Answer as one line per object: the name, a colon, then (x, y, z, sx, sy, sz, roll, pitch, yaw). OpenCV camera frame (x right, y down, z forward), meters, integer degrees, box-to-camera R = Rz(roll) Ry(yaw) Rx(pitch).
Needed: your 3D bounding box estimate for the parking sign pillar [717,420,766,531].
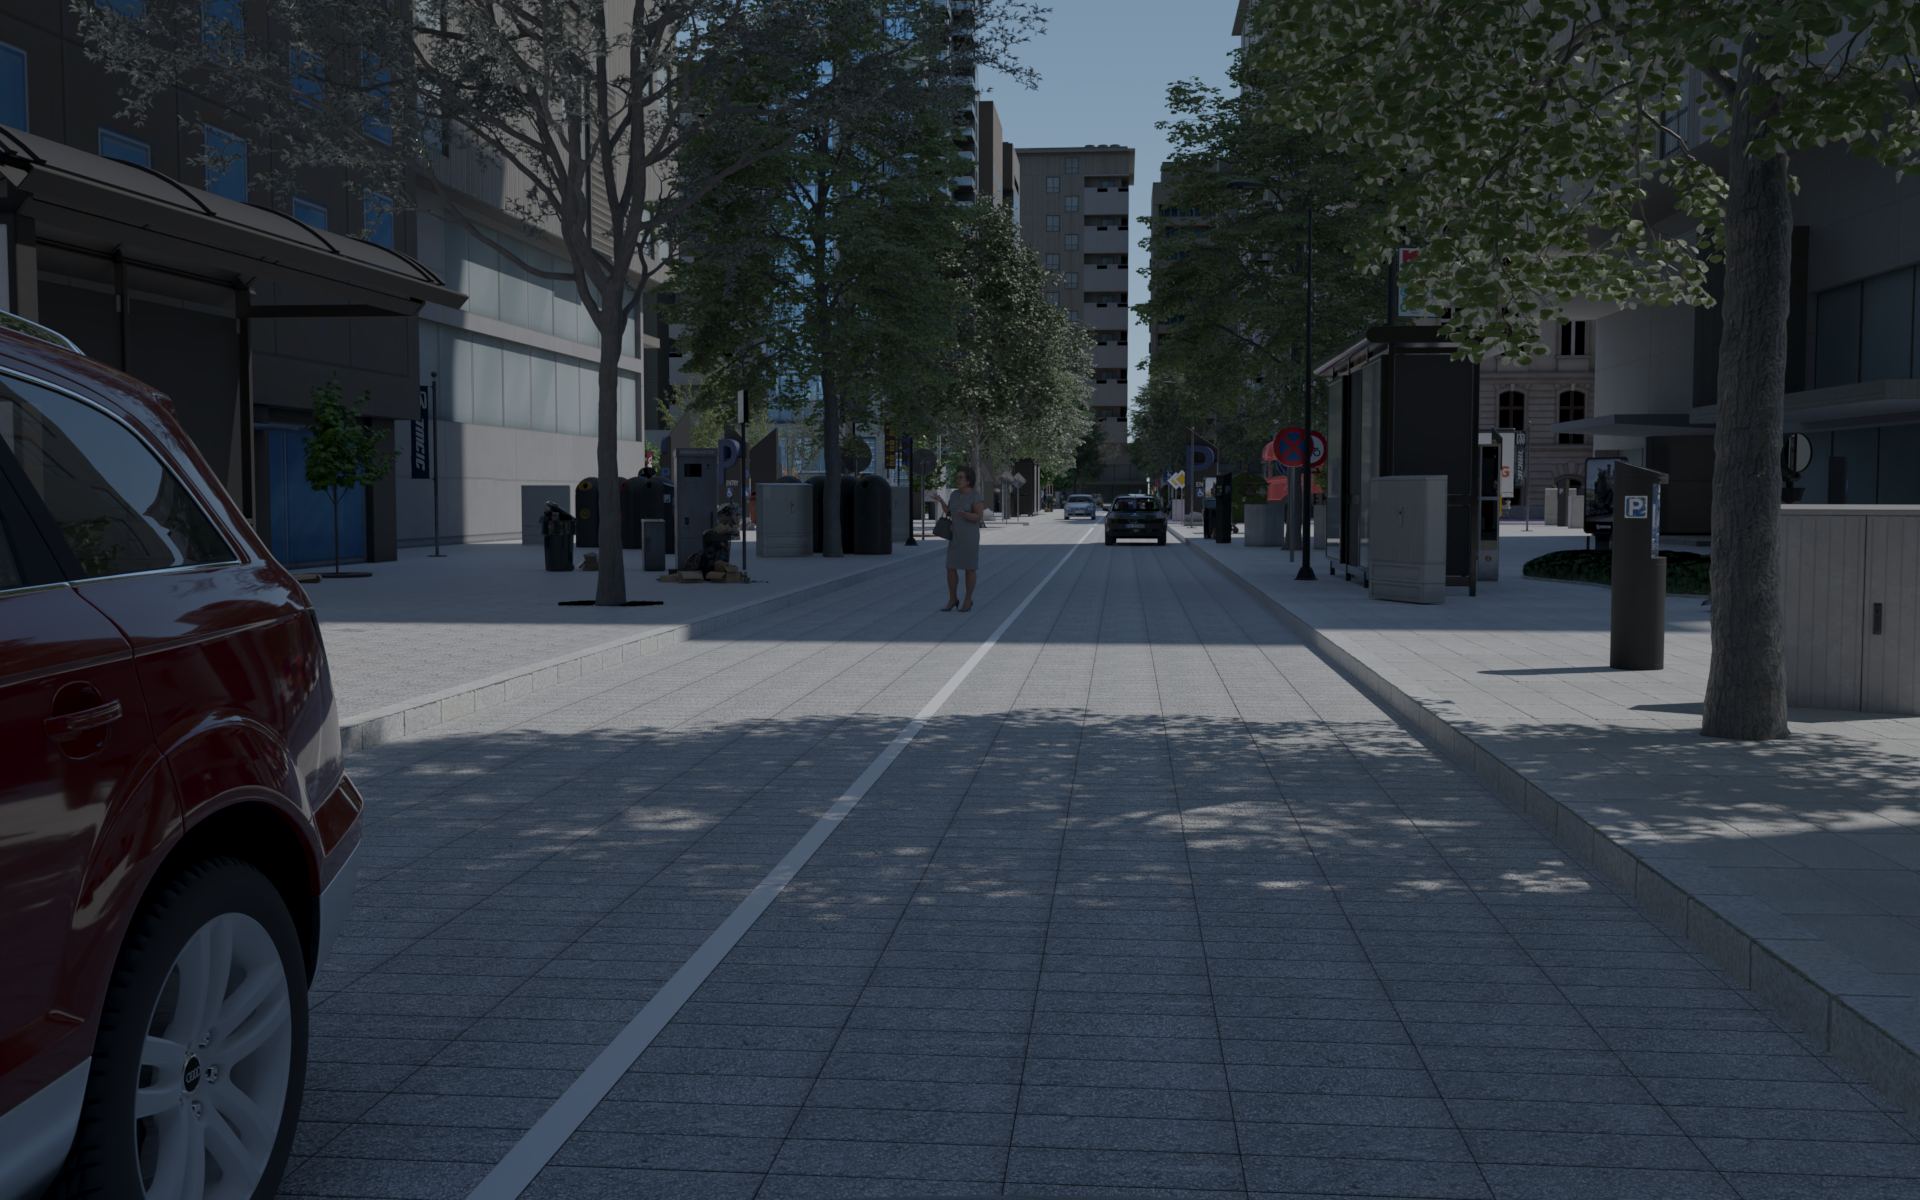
parking sign pillar: (-7.969, -4.439, 61.052, 1.447, 3.967, 1.447, -3, 5, -44)

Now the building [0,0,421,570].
building: (-17.928, -22.975, 25.746, 14.600, 45.320, 14.200, 0, 4, 5)

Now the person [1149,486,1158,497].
person: (8.956, -4.363, 80.082, 0.600, 1.795, 0.529, -2, 4, -35)

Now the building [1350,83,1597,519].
building: (37.192, -16.666, 91.573, 34.723, 24.649, 14.460, 0, 4, 5)

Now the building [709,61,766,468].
building: (-21.533, -38.031, 211.051, 27.495, 52.752, 28.713, 0, 4, 5)

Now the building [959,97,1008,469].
building: (-2.647, -33.282, 194.276, 14.600, 45.320, 14.200, 0, 4, 5)

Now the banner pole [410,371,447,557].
banner pole: (-10.845, -2.764, 35.217, 0.401, 3.779, 0.863, 2, 4, 32)

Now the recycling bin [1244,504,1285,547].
recycling bin: (7.469, -1.832, 42.509, 0.722, 1.027, 0.722, -2, 4, -33)

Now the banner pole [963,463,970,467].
banner pole: (0.382, -5.559, 80.905, 0.863, 3.779, 0.401, 0, 4, 6)

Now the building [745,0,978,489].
building: (-8.348, -52.491, 170.896, 22.319, 86.520, 31.000, 0, 4, 5)

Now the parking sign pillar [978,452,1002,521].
parking sign pillar: (1.009, -5.744, 82.382, 1.447, 3.967, 1.447, 3, 5, 40)

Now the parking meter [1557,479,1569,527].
parking meter: (23.650, -3.806, 67.938, 0.255, 1.863, 0.399, -2, 4, -31)

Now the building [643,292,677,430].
building: (-47.041, -36.265, 216.628, 21.600, 48.544, 21.300, 0, 4, 5)

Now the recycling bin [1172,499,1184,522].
recycling bin: (10.383, -4.194, 81.128, 0.722, 1.027, 0.722, 1, 4, 21)

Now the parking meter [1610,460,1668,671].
parking meter: (4.986, -0.263, 12.718, 0.372, 1.533, 0.369, 0, 3, 0)

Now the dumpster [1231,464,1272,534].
dumpster: (9.421, -3.324, 56.844, 1.502, 2.255, 1.985, 0, 4, 6)

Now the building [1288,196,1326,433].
building: (26.253, -15.890, 108.951, 9.793, 20.994, 18.267, 0, 4, 5)

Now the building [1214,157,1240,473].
building: (38.266, -32.328, 212.160, 14.154, 41.232, 14.086, 0, 4, 5)

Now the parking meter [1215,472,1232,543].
parking meter: (6.864, -2.410, 45.117, 0.399, 1.863, 0.255, -3, 5, -39)

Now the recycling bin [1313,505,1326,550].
recycling bin: (8.668, -1.680, 40.025, 0.722, 1.027, 0.722, -2, 4, -31)

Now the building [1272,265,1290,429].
building: (31.742, -19.335, 135.214, 14.460, 24.649, 34.723, 0, 4, 5)

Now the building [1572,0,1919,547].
building: (29.371, -27.488, 38.665, 28.713, 52.752, 27.495, 0, 4, 5)

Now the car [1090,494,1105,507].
car: (14.558, -10.768, 186.281, 2.015, 1.641, 3.980, 0, 4, 6)

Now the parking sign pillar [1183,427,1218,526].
parking sign pillar: (9.661, -4.944, 69.302, 1.447, 3.967, 1.447, 1, 4, 16)

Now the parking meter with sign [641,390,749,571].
parking meter with sign: (-4.435, -1.999, 28.953, 1.738, 3.016, 0.543, -1, 4, -17)

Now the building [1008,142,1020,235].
building: (-0.070, -34.662, 216.840, 14.200, 45.320, 14.600, 0, 4, 5)

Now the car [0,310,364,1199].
car: (-2.412, 0.429, 1.662, 2.281, 1.827, 5.304, 0, 4, 3)

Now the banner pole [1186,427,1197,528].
banner pole: (8.746, -4.603, 65.282, 0.401, 3.779, 0.863, 0, 4, 6)

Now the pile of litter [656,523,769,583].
pile of litter: (-3.629, -0.689, 25.229, 1.719, 0.858, 1.176, 3, 4, 37)

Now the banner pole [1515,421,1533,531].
banner pole: (19.432, -4.264, 59.733, 0.401, 3.779, 0.863, -2, 4, -24)

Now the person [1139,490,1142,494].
person: (15.127, -8.372, 145.862, 0.515, 1.767, 0.782, 1, 4, 17)

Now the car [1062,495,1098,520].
car: (6.750, -5.210, 97.182, 2.014, 1.417, 4.499, 0, 4, 5)

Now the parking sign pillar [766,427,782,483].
parking sign pillar: (-7.883, -5.015, 70.470, 1.447, 3.967, 1.447, 2, 4, 29)

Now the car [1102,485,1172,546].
car: (5.046, -2.426, 49.457, 2.009, 1.686, 4.222, 0, 4, 7)

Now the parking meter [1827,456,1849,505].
parking meter: (13.699, -1.305, 27.054, 0.255, 1.863, 0.399, 2, 4, 31)

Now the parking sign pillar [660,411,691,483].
parking sign pillar: (-9.081, -4.086, 55.271, 1.447, 3.967, 1.447, 1, 4, 19)

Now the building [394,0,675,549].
building: (-24.399, -28.181, 50.004, 27.495, 52.752, 28.713, 0, 4, 5)

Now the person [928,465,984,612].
person: (-0.078, -0.747, 21.076, 0.716, 1.782, 0.532, 3, 4, 38)

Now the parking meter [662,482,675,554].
parking meter: (-6.165, -1.749, 37.001, 0.372, 1.533, 0.369, 0, 3, 0)

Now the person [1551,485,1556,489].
person: (24.636, -3.866, 71.959, 0.529, 1.795, 0.600, 0, 4, -1)

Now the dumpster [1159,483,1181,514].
dumpster: (13.646, -6.696, 111.973, 1.502, 2.255, 1.985, 0, 4, 5)

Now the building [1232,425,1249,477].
building: (40.243, -46.203, 193.668, 20.563, 71.187, 20.611, 0, 4, 5)

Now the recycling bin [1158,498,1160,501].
recycling bin: (14.459, -6.927, 125.814, 0.722, 1.027, 0.722, 1, 4, 21)
